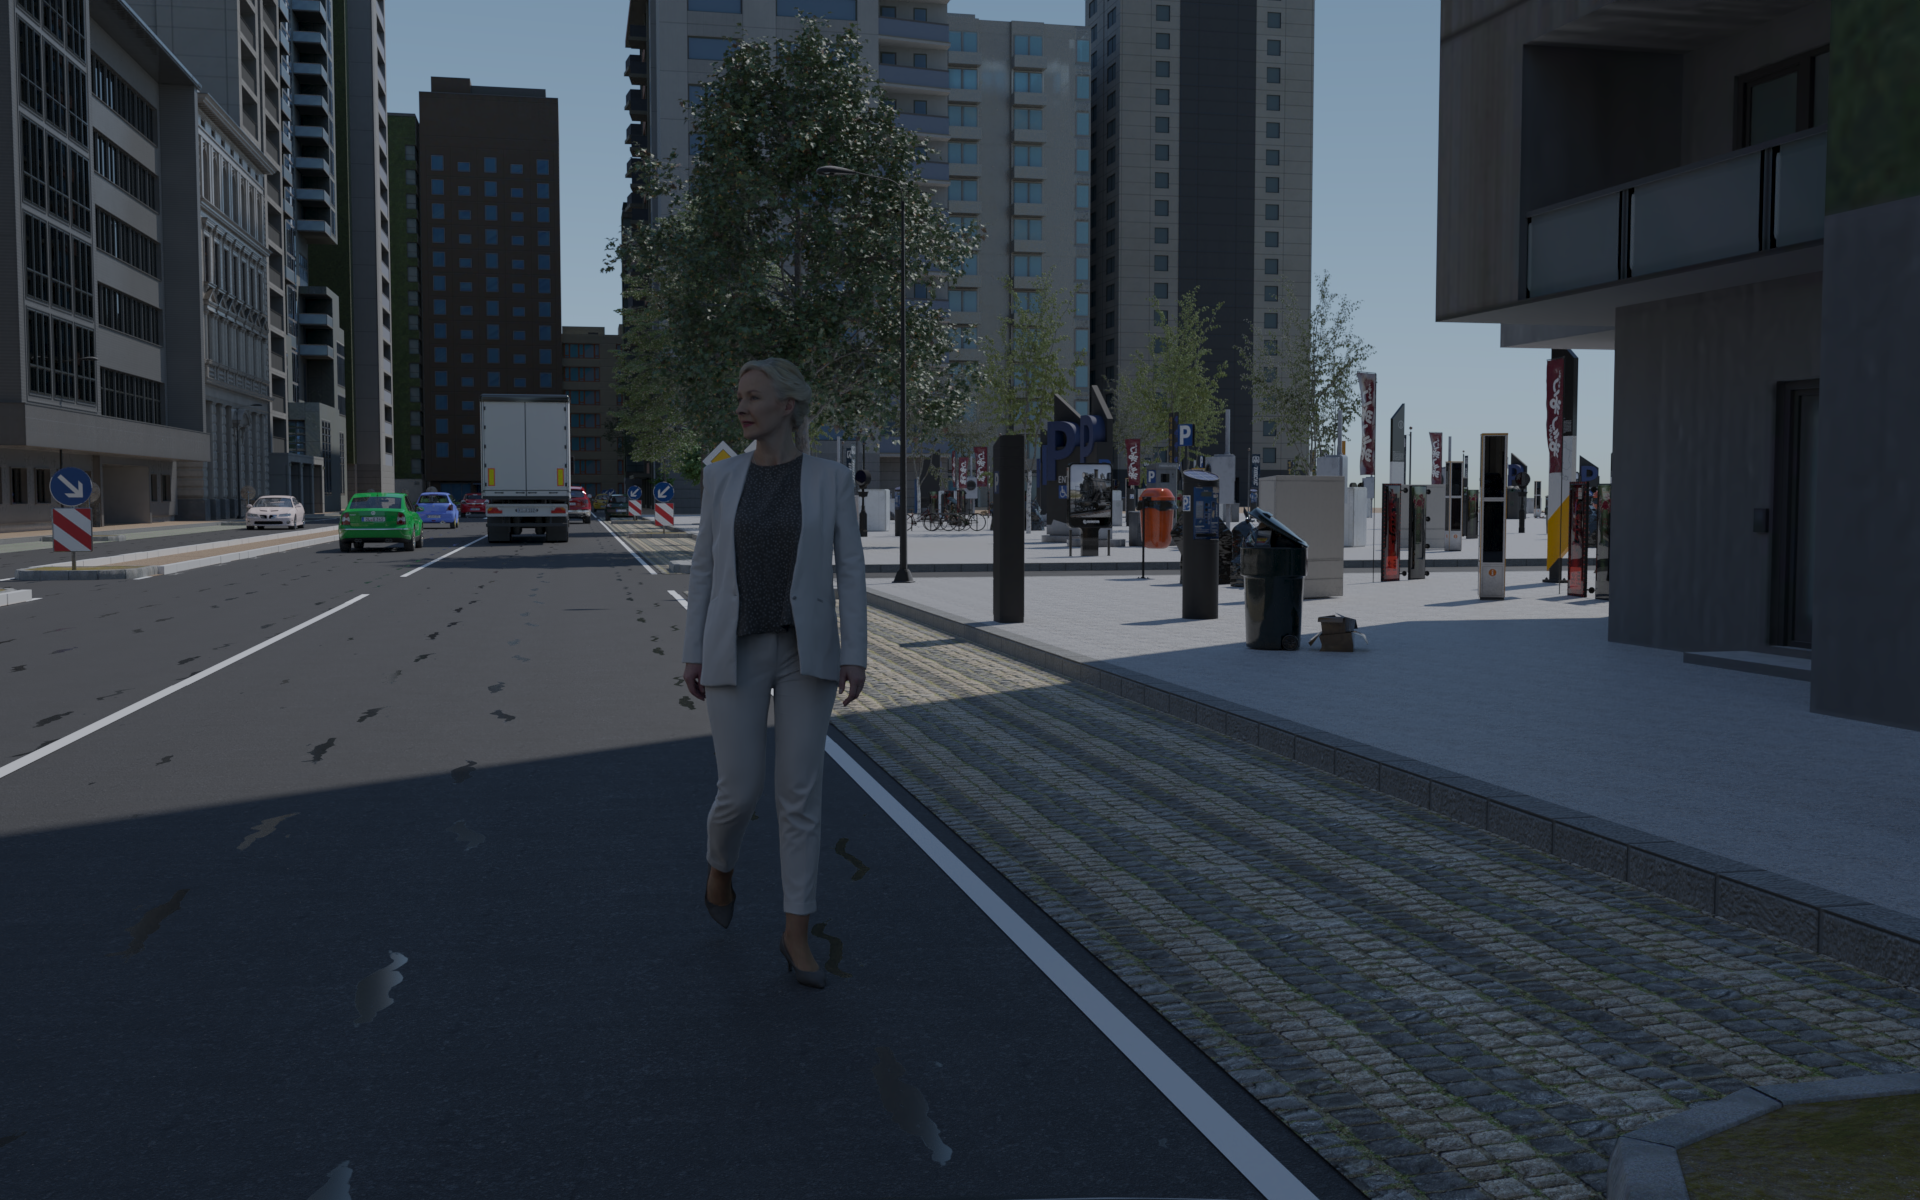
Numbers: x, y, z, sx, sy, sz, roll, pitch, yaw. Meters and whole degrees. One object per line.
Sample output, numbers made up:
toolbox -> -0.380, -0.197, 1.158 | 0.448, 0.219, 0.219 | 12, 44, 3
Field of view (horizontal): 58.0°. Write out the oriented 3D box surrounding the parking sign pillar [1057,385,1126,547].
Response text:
parking sign pillar -> 3.343, -3.296, 42.359 | 1.447, 3.967, 1.447 | -1, 4, -13

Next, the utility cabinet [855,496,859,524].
utility cabinet -> -4.233, -3.499, 68.375 | 0.306, 1.237, 1.020 | -1, 4, -20

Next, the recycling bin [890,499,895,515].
recycling bin -> -3.854, -5.151, 96.768 | 0.722, 1.027, 0.722 | 1, 4, 13

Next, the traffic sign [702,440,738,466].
traffic sign -> -4.419, -1.756, 32.358 | 0.795, 2.450, 0.064 | -1, 4, -13

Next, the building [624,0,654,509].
building -> -18.149, -30.507, 153.416 | 22.147, 44.769, 28.867 | -1, 4, -13

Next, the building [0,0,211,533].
building -> -38.984, -15.055, 65.215 | 14.314, 24.678, 30.058 | -1, 4, -13

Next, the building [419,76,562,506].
building -> -51.119, -33.047, 190.432 | 14.200, 45.320, 14.600 | -1, 4, -13

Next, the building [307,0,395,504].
building -> -68.434, -37.899, 161.650 | 28.212, 58.520, 21.231 | -1, 4, -13

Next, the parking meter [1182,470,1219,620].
parking meter -> 2.478, -0.576, 17.832 | 0.372, 1.533, 0.369 | 0, 3, 0

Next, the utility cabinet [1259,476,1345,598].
utility cabinet -> 4.167, -0.764, 21.175 | 1.173, 1.500, 0.318 | -2, 4, -34

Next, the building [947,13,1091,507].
building -> -1.921, -34.009, 175.655 | 30.456, 49.044, 23.786 | -1, 4, -13

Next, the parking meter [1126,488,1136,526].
parking meter -> 6.771, -3.685, 68.655 | 0.372, 1.533, 0.369 | 0, 3, 0

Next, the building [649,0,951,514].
building -> -11.756, -35.662, 125.080 | 21.231, 58.520, 28.212 | -1, 4, -13

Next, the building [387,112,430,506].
building -> -65.243, -30.843, 187.872 | 14.086, 41.232, 14.154 | -1, 4, -13

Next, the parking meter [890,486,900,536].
parking meter -> -1.793, -2.698, 52.516 | 0.372, 1.533, 0.369 | 0, 3, 0

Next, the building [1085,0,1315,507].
building -> 23.428, -45.506, 182.278 | 20.611, 71.187, 20.563 | -1, 4, -13

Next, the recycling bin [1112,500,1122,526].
recycling bin -> 6.082, -3.476, 69.379 | 0.722, 1.027, 0.722 | 0, 4, -8

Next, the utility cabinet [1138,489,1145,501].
utility cabinet -> 8.539, -4.188, 77.155 | 1.173, 1.500, 0.318 | 1, 4, 18

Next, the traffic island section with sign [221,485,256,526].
traffic island section with sign -> -32.550, -4.313, 79.153 | 1.989, 1.847, 2.006 | -1, 4, -13

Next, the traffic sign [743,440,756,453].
traffic sign -> -2.675, -1.280, 24.565 | 0.795, 2.450, 0.064 | -1, 4, -13

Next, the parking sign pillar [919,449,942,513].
parking sign pillar -> -1.734, -7.006, 103.016 | 1.447, 3.967, 1.447 | 1, 4, 19

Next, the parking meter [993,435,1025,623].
parking meter -> 0.487, -0.711, 17.342 | 0.255, 1.863, 0.399 | -1, 4, -11

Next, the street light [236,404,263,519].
street light -> -36.558, -7.129, 89.099 | 1.470, 5.913, 1.316 | -1, 4, -13

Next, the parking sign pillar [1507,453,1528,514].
parking sign pillar -> 36.191, -7.584, 112.476 | 1.447, 3.967, 1.447 | -2, 4, -30

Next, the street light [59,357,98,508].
street light -> -29.901, -5.270, 58.708 | 1.470, 5.913, 1.316 | -1, 4, -13

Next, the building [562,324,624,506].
building -> -31.759, -21.913, 203.313 | 28.899, 21.520, 27.650 | -1, 4, -13

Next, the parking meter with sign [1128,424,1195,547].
parking meter with sign -> 4.949, -2.841, 42.706 | 1.738, 3.016, 0.543 | -2, 4, -34

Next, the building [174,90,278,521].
building -> -42.856, -15.987, 90.272 | 11.050, 23.489, 19.941 | -1, 4, -13

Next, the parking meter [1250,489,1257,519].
parking meter -> 15.314, -5.011, 90.346 | 0.372, 1.533, 0.369 | 0, 3, 0

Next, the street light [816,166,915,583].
street light -> -1.348, -3.197, 24.813 | 1.470, 5.913, 1.316 | -1, 4, -13

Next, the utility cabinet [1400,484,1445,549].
utility cabinet -> 10.710, -1.922, 40.098 | 1.173, 1.500, 0.318 | 0, 4, -3

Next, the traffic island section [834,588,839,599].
traffic island section -> -2.653, -0.145, 24.647 | 2.009, 0.180, 2.903 | -1, 4, -13

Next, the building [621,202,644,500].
building -> -26.944, -24.645, 174.642 | 14.160, 30.474, 14.107 | -1, 4, -13

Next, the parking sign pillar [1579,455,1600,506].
parking sign pillar -> 43.414, -8.014, 119.500 | 1.447, 3.967, 1.447 | 0, 4, 5

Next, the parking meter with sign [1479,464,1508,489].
parking meter with sign -> 24.919, -5.232, 81.798 | 1.738, 3.016, 0.543 | 2, 4, 34

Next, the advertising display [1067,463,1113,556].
advertising display -> 2.679, -1.868, 35.752 | 0.974, 1.923, 0.123 | -1, 4, -17

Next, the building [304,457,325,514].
building -> -51.819, -40.964, 108.011 | 20.563, 71.187, 20.611 | -1, 4, -13

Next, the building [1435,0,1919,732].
building -> 11.470, -20.092, 12.093 | 14.154, 41.232, 14.086 | -1, 4, -13

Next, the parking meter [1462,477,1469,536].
parking meter -> 15.281, -2.883, 52.848 | 0.255, 1.863, 0.399 | -3, 4, -36

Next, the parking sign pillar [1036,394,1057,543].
parking sign pillar -> 2.891, -3.523, 46.075 | 1.447, 3.967, 1.447 | -3, 5, -40

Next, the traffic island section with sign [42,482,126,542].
traffic island section with sign -> -26.663, -2.704, 52.846 | 1.989, 1.847, 2.006 | -1, 4, -13

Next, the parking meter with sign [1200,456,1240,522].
parking meter with sign -> 11.840, -5.054, 78.897 | 1.738, 3.016, 0.543 | 0, 4, -6

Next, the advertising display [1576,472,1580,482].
advertising display -> 17.312, -2.710, 49.521 | 0.974, 1.923, 0.123 | -2, 4, -29

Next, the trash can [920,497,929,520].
trash can -> -1.705, -4.470, 84.738 | 0.748, 1.137, 0.748 | 0, 3, 0

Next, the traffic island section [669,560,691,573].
traffic island section -> -4.398, -0.621, 32.440 | 2.009, 0.180, 2.903 | -1, 4, -13

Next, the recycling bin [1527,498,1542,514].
recycling bin -> 37.864, -6.221, 114.271 | 0.722, 1.027, 0.722 | -2, 4, -30

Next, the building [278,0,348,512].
building -> -59.307, -50.128, 132.265 | 22.319, 86.520, 31.000 | -1, 4, -13

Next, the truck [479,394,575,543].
truck -> -13.488, -3.996, 54.246 | 2.839, 4.237, 11.283 | -1, 4, -13
